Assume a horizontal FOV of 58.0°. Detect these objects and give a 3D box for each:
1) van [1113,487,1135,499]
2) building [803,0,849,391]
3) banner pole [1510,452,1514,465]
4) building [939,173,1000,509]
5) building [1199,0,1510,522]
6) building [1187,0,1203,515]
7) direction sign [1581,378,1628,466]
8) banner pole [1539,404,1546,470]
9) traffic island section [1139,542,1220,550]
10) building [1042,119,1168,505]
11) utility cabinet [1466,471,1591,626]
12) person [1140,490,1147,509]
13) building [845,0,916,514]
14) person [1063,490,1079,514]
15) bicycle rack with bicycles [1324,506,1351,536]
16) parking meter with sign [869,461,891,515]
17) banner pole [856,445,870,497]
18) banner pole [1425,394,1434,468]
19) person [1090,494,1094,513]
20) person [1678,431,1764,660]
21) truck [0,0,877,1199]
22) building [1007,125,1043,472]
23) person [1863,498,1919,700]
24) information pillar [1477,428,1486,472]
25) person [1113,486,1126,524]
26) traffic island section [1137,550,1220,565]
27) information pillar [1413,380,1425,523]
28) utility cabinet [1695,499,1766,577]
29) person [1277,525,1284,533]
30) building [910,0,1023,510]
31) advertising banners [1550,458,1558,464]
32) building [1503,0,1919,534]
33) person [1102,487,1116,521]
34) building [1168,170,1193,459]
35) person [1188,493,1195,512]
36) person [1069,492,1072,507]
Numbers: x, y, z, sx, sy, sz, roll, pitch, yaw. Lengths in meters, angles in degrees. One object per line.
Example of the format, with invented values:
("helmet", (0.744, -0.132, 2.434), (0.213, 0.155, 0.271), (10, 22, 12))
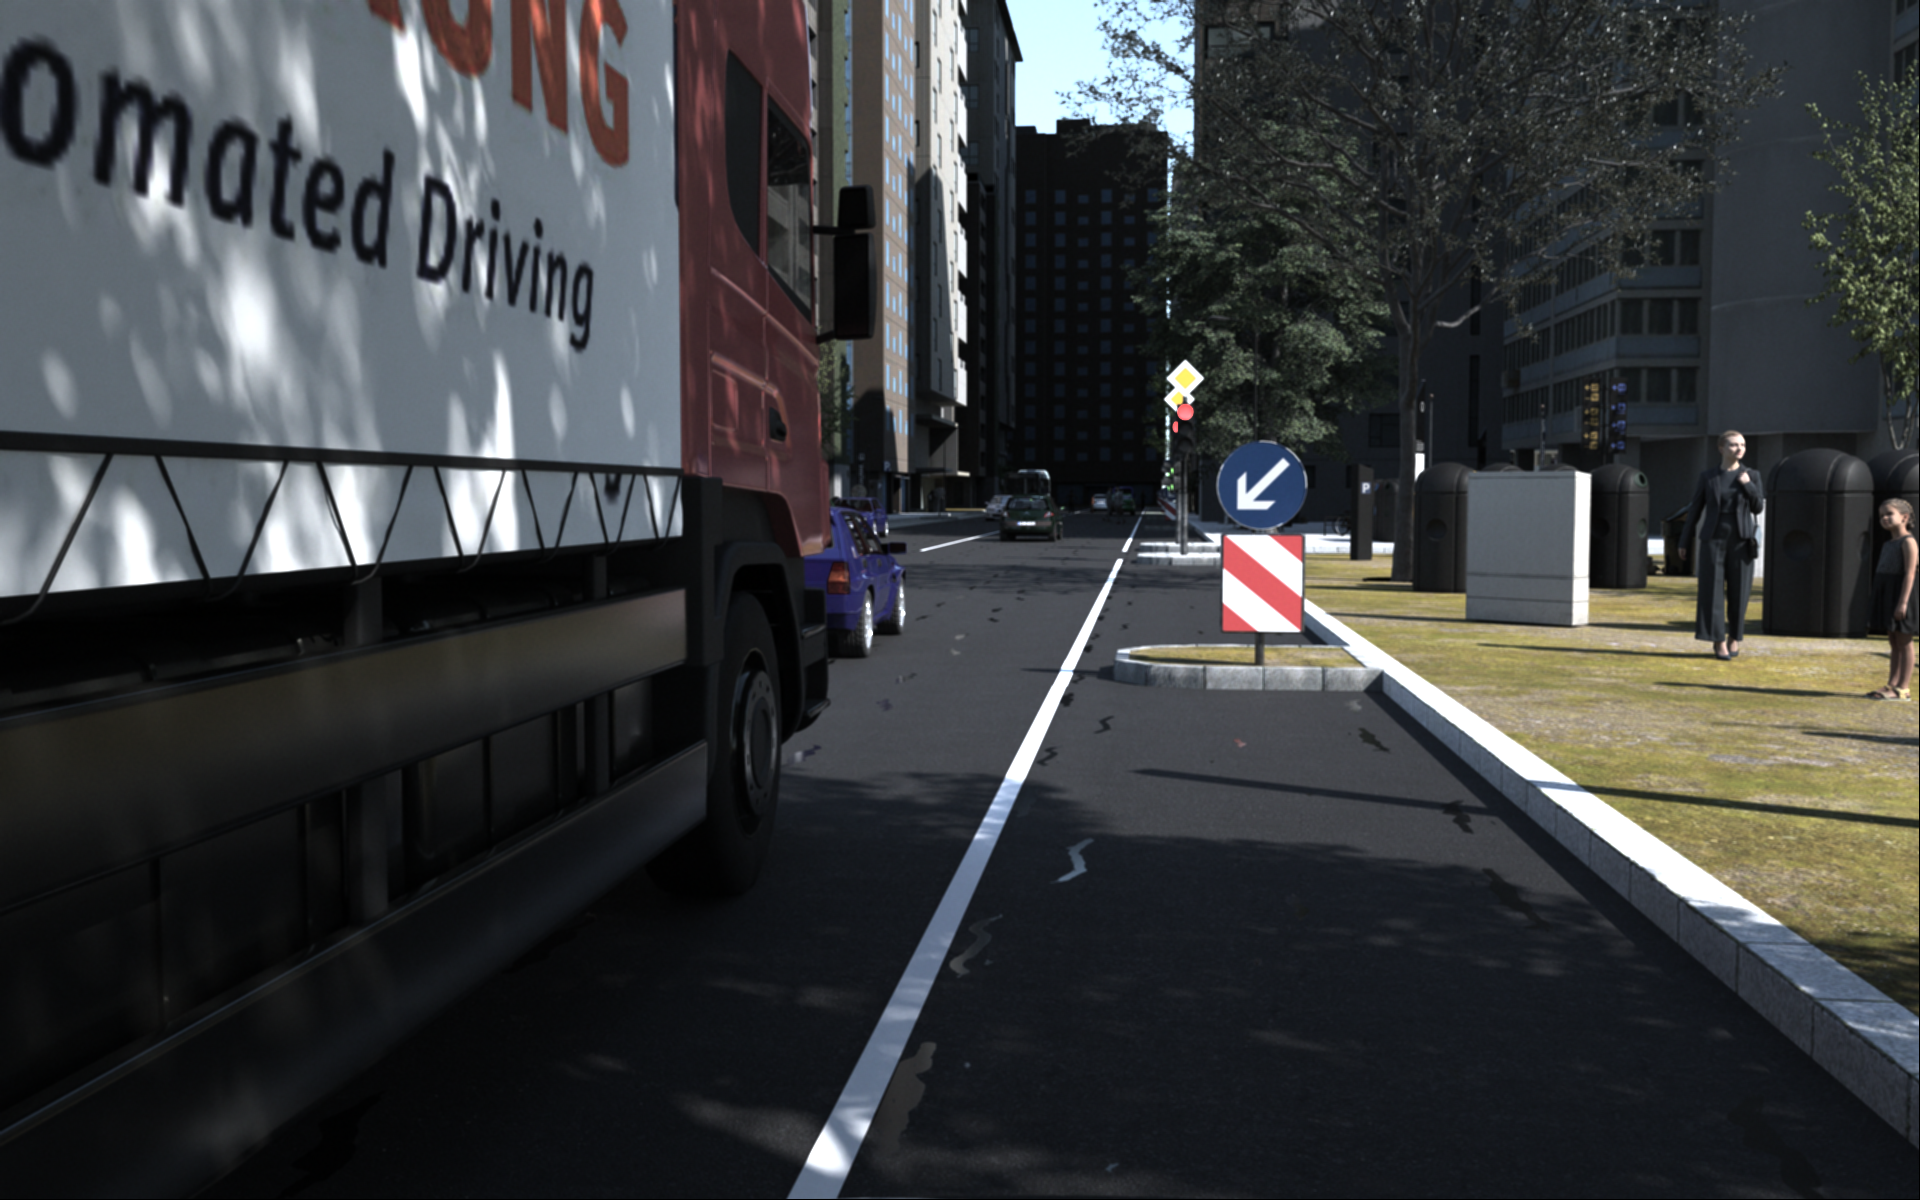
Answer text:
("van", (14.254, -9.021, 151.869), (2.240, 2.365, 5.245), (0, 4, 5))
("building", (-13.895, -19.475, 90.112), (14.160, 30.474, 14.107), (0, 4, 6))
("banner pole", (28.797, -6.166, 90.838), (0.401, 3.779, 0.863), (-1, 4, -15))
("building", (-4.059, -23.489, 155.741), (14.160, 30.474, 14.107), (0, 4, 6))
("building", (18.900, -19.177, 85.243), (14.160, 30.474, 14.107), (0, 4, 6))
("building", (21.497, -27.929, 106.750), (14.600, 45.320, 14.200), (0, 4, 6))
("direction sign", (12.533, -2.553, 33.744), (0.876, 3.537, 0.379), (0, 4, -3))
("banner pole", (16.211, -3.561, 48.237), (0.401, 3.779, 0.863), (1, 4, 10))
("traffic island section", (5.606, -1.347, 44.311), (2.009, 0.180, 2.903), (0, 4, 6))
("building", (17.833, -34.220, 209.610), (14.200, 45.320, 14.600), (0, 4, 6))
("utility cabinet", (5.602, -0.514, 17.091), (0.318, 1.500, 1.173), (-3, 5, -40))
("person", (17.329, -9.483, 163.677), (0.705, 1.807, 1.348), (2, 4, 33))
("building", (-10.701, -28.237, 111.782), (14.600, 45.320, 14.200), (0, 4, 6))
("person", (7.912, -6.976, 123.268), (1.217, 1.735, 0.721), (-1, 4, -12))
("bicycle rack with bicycles", (12.422, -2.425, 53.028), (2.852, 0.926, 2.925), (-2, 4, -33))
("parking meter with sign", (-4.504, -5.888, 92.535), (1.738, 3.016, 0.543), (3, 5, 43))
("banner pole", (-4.926, -6.048, 88.898), (0.863, 3.779, 0.401), (0, 3, 0))
("banner pole", (11.539, -3.267, 43.428), (0.863, 3.779, 0.401), (1, 4, 19))
("person", (10.157, -7.429, 133.224), (0.557, 1.426, 1.065), (1, 4, 13))
("person", (5.960, -0.432, 13.532), (0.576, 1.772, 0.534), (0, 4, 1))
("truck", (-2.246, -0.855, 2.897), (2.839, 4.237, 11.283), (0, 4, 6))
("building", (3.671, -34.289, 210.736), (14.200, 45.320, 14.600), (0, 4, 6))
("person", (5.814, -0.005, 10.798), (0.373, 1.253, 0.362), (0, 4, 6))
("information pillar", (18.529, -4.293, 61.541), (0.183, 3.616, 0.504), (3, 5, 43))
("person", (7.688, -4.608, 83.967), (0.709, 1.813, 0.853), (3, 5, 39))
("traffic island section", (4.725, -0.862, 36.375), (2.009, 0.180, 2.903), (0, 4, 6))
("information pillar", (9.397, -2.701, 35.523), (0.183, 3.616, 0.504), (2, 4, 35))
("utility cabinet", (11.886, -0.950, 26.688), (1.020, 1.237, 0.306), (0, 4, -8))
("person", (10.518, -3.135, 57.485), (0.526, 1.800, 0.537), (2, 4, 35))
("building", (-8.121, -36.313, 182.949), (27.495, 52.752, 28.713), (0, 4, 6))
("advertising banners", (28.071, -5.348, 83.632), (2.074, 3.025, 0.090), (-1, 4, -21))
("building", (31.450, -22.218, 55.139), (23.993, 40.220, 32.217), (0, 4, 6))
("person", (7.872, -5.045, 91.103), (0.853, 1.813, 0.709), (1, 4, 11))
("building", (32.200, -32.070, 207.937), (14.086, 41.232, 14.154), (0, 4, 6))
("person", (16.695, -7.161, 123.120), (1.348, 1.824, 0.705), (-3, 5, -45))
("person", (12.491, -11.434, 195.453), (0.705, 1.822, 1.348), (0, 4, -5))
